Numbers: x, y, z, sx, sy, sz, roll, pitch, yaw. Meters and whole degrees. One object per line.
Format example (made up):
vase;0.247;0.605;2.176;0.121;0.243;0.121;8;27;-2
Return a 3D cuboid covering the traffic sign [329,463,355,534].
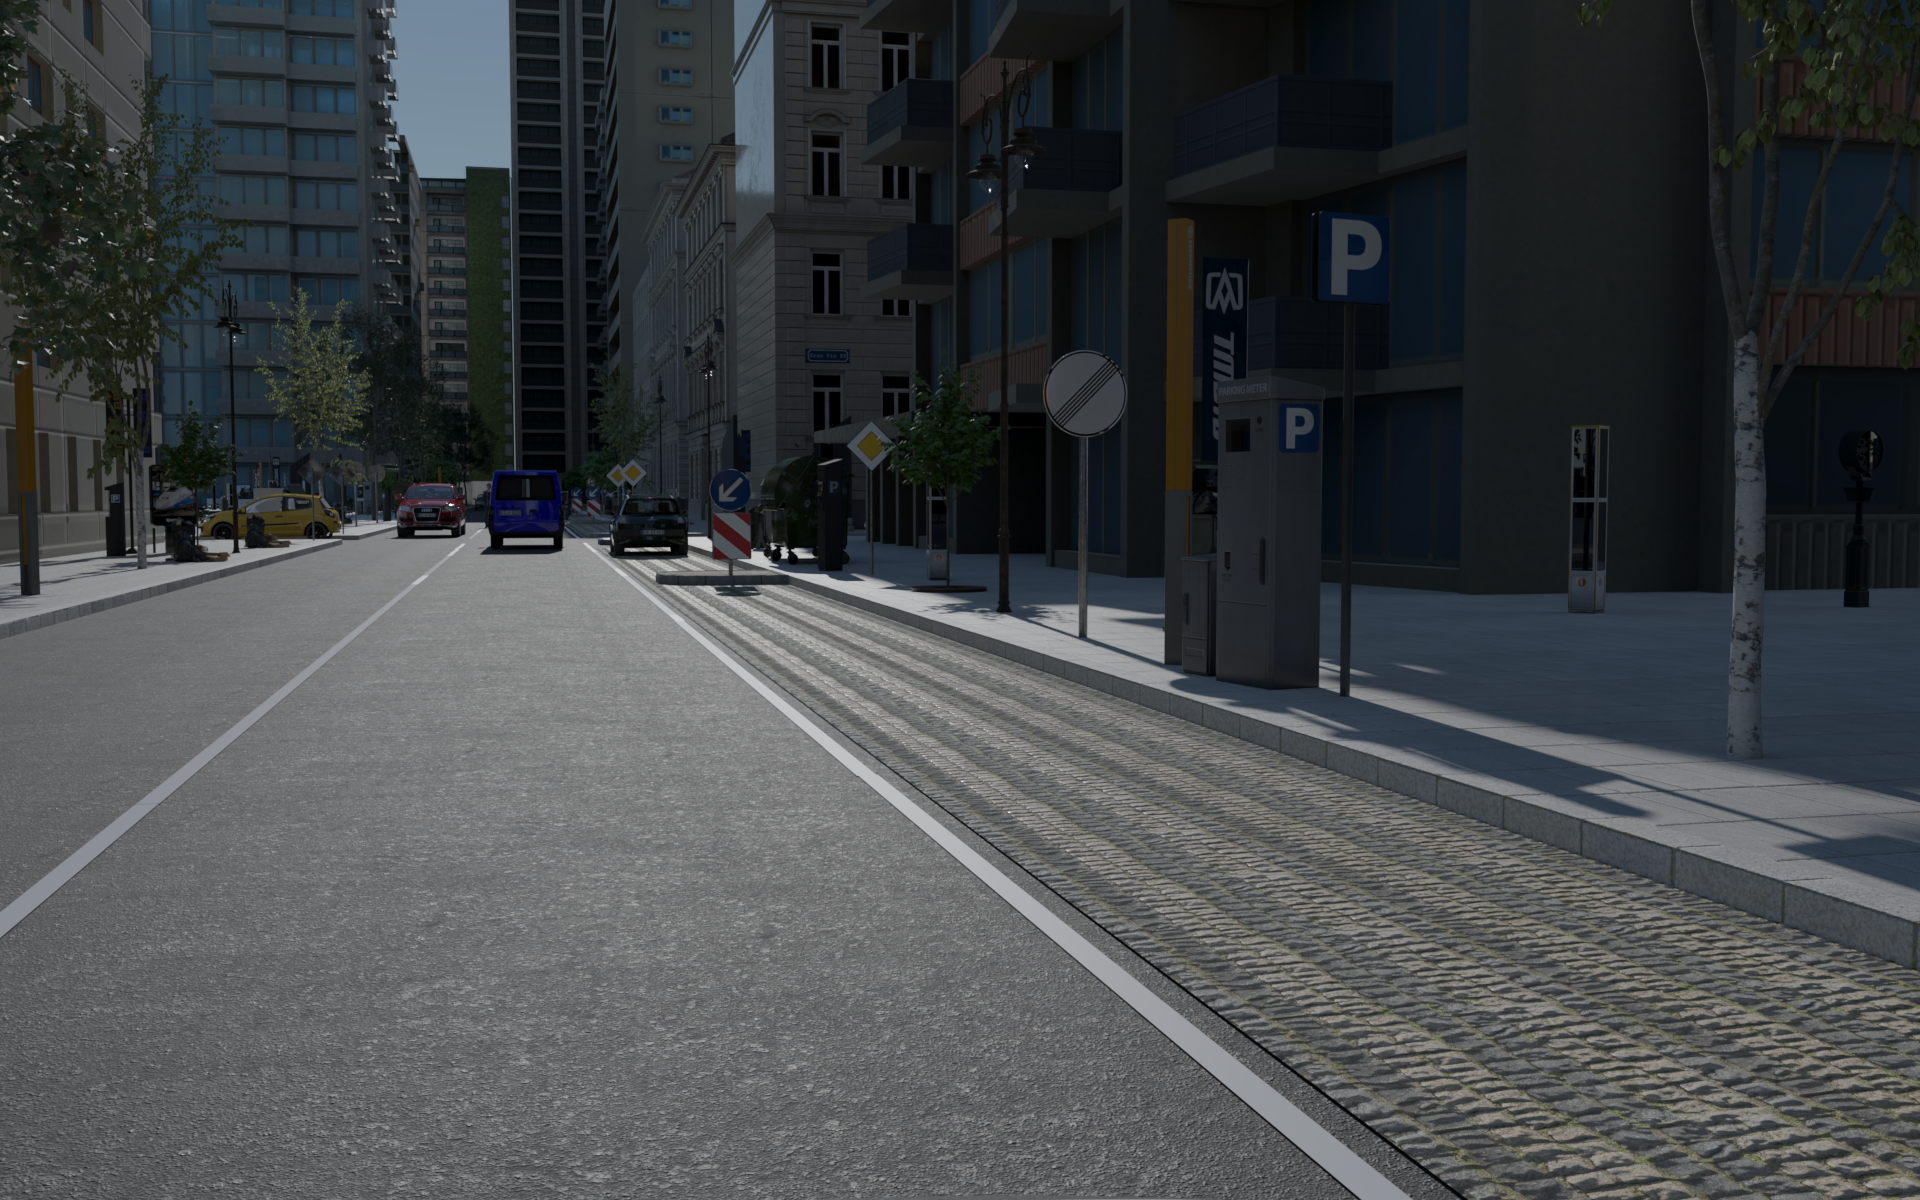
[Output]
traffic sign;-19.692;-3.156;55.249;0.795;2.450;0.064;-1;4;-14

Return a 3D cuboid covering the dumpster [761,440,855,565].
dumpster;-2.822;-1.813;32.138;1.502;2.255;1.985;-1;4;-14

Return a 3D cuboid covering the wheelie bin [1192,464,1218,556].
wheelie bin;2.648;-0.640;18.365;0.693;1.594;0.980;3;5;43

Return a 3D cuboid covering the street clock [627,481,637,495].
street clock;-15.658;-4.779;82.706;0.471;2.002;0.358;-1;4;-14

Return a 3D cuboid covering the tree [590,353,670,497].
tree;-17.440;-8.553;90.210;4.737;8.622;4.395;0;3;0

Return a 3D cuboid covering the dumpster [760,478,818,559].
dumpster;-3.217;-1.747;34.323;1.264;1.857;1.865;-1;4;-14

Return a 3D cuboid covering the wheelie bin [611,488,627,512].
wheelie bin;-18.094;-5.154;92.170;0.980;1.594;0.693;2;4;24

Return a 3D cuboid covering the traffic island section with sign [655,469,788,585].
traffic island section with sign;-3.899;-1.186;28.019;1.989;1.847;2.006;-1;4;-14

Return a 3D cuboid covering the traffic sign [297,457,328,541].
traffic sign;-17.744;-2.683;47.504;0.795;2.450;0.064;-1;4;-14

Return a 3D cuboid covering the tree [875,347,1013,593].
tree;-0.176;-1.737;23.002;1.663;3.219;1.824;0;3;0

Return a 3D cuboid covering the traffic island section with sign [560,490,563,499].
traffic island section with sign;-24.171;-6.118;108.652;1.989;1.847;2.006;-1;4;-14

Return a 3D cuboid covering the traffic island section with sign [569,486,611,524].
traffic island section with sign;-17.590;-4.519;82.509;1.989;1.847;2.006;-1;4;-14

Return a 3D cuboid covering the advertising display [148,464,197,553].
advertising display;-17.235;-2.002;37.953;0.974;1.923;0.123;-3;5;-45

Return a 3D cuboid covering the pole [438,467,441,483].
pole;-38.560;-8.230;128.404;0.158;3.312;0.155;0;3;0

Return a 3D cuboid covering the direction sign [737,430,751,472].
direction sign;-7.783;-4.225;61.077;0.876;3.537;0.379;-2;4;-30

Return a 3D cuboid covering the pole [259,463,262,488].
pole;-45.144;-7.217;111.841;0.158;3.312;0.155;0;3;0

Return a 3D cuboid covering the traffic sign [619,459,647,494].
traffic sign;-9.355;-2.810;49.585;0.795;2.450;0.064;-1;4;-14

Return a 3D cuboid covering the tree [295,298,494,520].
tree;-28.671;-9.125;83.600;8.767;10.594;7.601;2;4;32

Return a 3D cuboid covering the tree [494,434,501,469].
tree;-31.643;-10.034;98.472;8.767;10.594;7.601;3;4;39

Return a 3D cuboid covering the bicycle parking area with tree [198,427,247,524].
bicycle parking area with tree;-34.184;-5.258;72.967;8.231;4.147;9.016;1;4;10

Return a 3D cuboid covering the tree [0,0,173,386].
tree;-10.879;-5.836;12.428;9.611;12.733;9.660;0;3;0

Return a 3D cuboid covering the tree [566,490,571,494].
tree;-45.700;-12.786;203.644;1.663;3.219;1.824;0;3;0

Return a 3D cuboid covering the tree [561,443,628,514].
tree;-23.082;-7.896;112.808;4.285;4.588;4.351;0;3;0

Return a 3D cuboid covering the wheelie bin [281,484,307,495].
wheelie bin;-20.943;-2.846;54.438;0.693;1.594;0.980;1;4;20

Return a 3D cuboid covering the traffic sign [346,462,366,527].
traffic sign;-23.703;-4.149;67.939;0.768;2.556;0.104;-1;4;-14

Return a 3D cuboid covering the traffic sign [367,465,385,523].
traffic sign;-25.438;-4.612;75.516;0.768;2.556;0.104;0;4;-4

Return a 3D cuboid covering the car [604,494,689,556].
car;-7.484;-1.938;41.481;2.009;1.686;4.222;-1;4;-13

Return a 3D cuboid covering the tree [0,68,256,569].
tree;-14.270;-4.834;29.401;4.737;8.622;4.395;0;3;0

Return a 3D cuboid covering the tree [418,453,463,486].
tree;-44.409;-10.016;147.478;4.285;4.588;4.351;0;3;0

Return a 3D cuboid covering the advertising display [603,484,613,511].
advertising display;-21.896;-6.325;108.624;0.974;1.923;0.123;1;4;13

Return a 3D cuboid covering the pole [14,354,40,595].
pole;-11.818;-1.717;21.922;0.158;3.312;0.155;0;3;0

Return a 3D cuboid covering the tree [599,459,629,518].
tree;-20.815;-6.740;104.804;1.663;3.219;1.824;0;3;0

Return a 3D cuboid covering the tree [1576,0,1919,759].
tree;3.888;-3.524;7.976;4.737;8.622;4.395;0;3;0

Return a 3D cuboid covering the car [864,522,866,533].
car;-0.713;-2.690;56.338;4.827;1.381;2.083;-1;4;-14

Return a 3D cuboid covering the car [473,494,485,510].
car;-42.559;-8.781;155.359;2.131;1.459;4.920;-1;4;-15

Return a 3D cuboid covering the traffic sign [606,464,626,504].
traffic sign;-11.303;-3.284;57.330;0.795;2.450;0.064;-1;4;-14

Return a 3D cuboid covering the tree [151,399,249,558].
tree;-15.667;-2.491;35.334;1.663;3.219;1.824;0;3;0

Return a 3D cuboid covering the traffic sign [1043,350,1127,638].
traffic sign;1.100;-0.936;15.414;0.768;2.556;0.104;-1;4;-10

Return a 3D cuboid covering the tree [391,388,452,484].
tree;-34.438;-9.822;110.957;4.737;8.622;4.395;0;3;0

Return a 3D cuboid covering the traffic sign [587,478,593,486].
traffic sign;-27.012;-7.774;127.204;0.768;2.556;0.104;0;4;-6

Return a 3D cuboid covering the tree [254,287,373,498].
tree;-22.648;-6.779;61.201;4.360;8.622;3.978;0;3;0

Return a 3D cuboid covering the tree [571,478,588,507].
tree;-38.570;-11.181;177.417;1.663;3.219;1.824;0;3;0

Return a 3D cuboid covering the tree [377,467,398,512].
tree;-41.269;-7.992;125.273;1.663;3.219;1.824;0;3;0

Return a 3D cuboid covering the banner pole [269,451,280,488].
banner pole;-40.272;-6.831;101.701;0.401;3.779;0.863;3;4;37

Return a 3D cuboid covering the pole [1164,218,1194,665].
pole;1.643;-1.170;12.971;0.158;3.312;0.155;0;3;0

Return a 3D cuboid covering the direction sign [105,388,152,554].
direction sign;-17.744;-2.755;37.036;0.876;3.537;0.379;-1;4;-20

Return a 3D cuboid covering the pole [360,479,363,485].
pole;-39.927;-7.441;115.501;0.158;3.312;0.155;0;3;0

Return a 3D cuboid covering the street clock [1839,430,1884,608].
street clock;10.172;-0.919;19.597;0.471;2.002;0.358;-2;4;-27

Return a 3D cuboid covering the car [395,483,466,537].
car;-18.040;-3.092;59.220;2.281;1.827;5.304;-1;4;-13

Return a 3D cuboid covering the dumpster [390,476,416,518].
dumpster;-29.615;-5.510;92.574;1.502;2.255;1.985;-1;4;-14

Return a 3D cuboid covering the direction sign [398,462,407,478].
direction sign;-39.933;-8.079;124.087;0.876;3.537;0.379;2;4;34

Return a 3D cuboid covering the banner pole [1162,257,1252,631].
banner pole;2.315;-1.600;16.177;0.863;3.779;0.401;-1;4;-14

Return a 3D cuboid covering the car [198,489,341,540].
car;-20.671;-2.550;51.922;3.980;1.641;2.015;-1;4;-13

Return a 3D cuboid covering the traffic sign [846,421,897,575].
traffic sign;-1.397;-1.600;27.340;0.795;2.450;0.064;-1;4;-9

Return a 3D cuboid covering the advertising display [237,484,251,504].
advertising display;-48.134;-6.794;116.296;0.974;1.923;0.123;-3;5;-39

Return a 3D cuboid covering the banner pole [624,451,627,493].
banner pole;-19.485;-6.785;100.944;0.401;3.779;0.863;-2;4;-25

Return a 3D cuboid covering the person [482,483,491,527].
person;-20.264;-4.079;74.558;0.474;1.900;0.648;0;4;5
